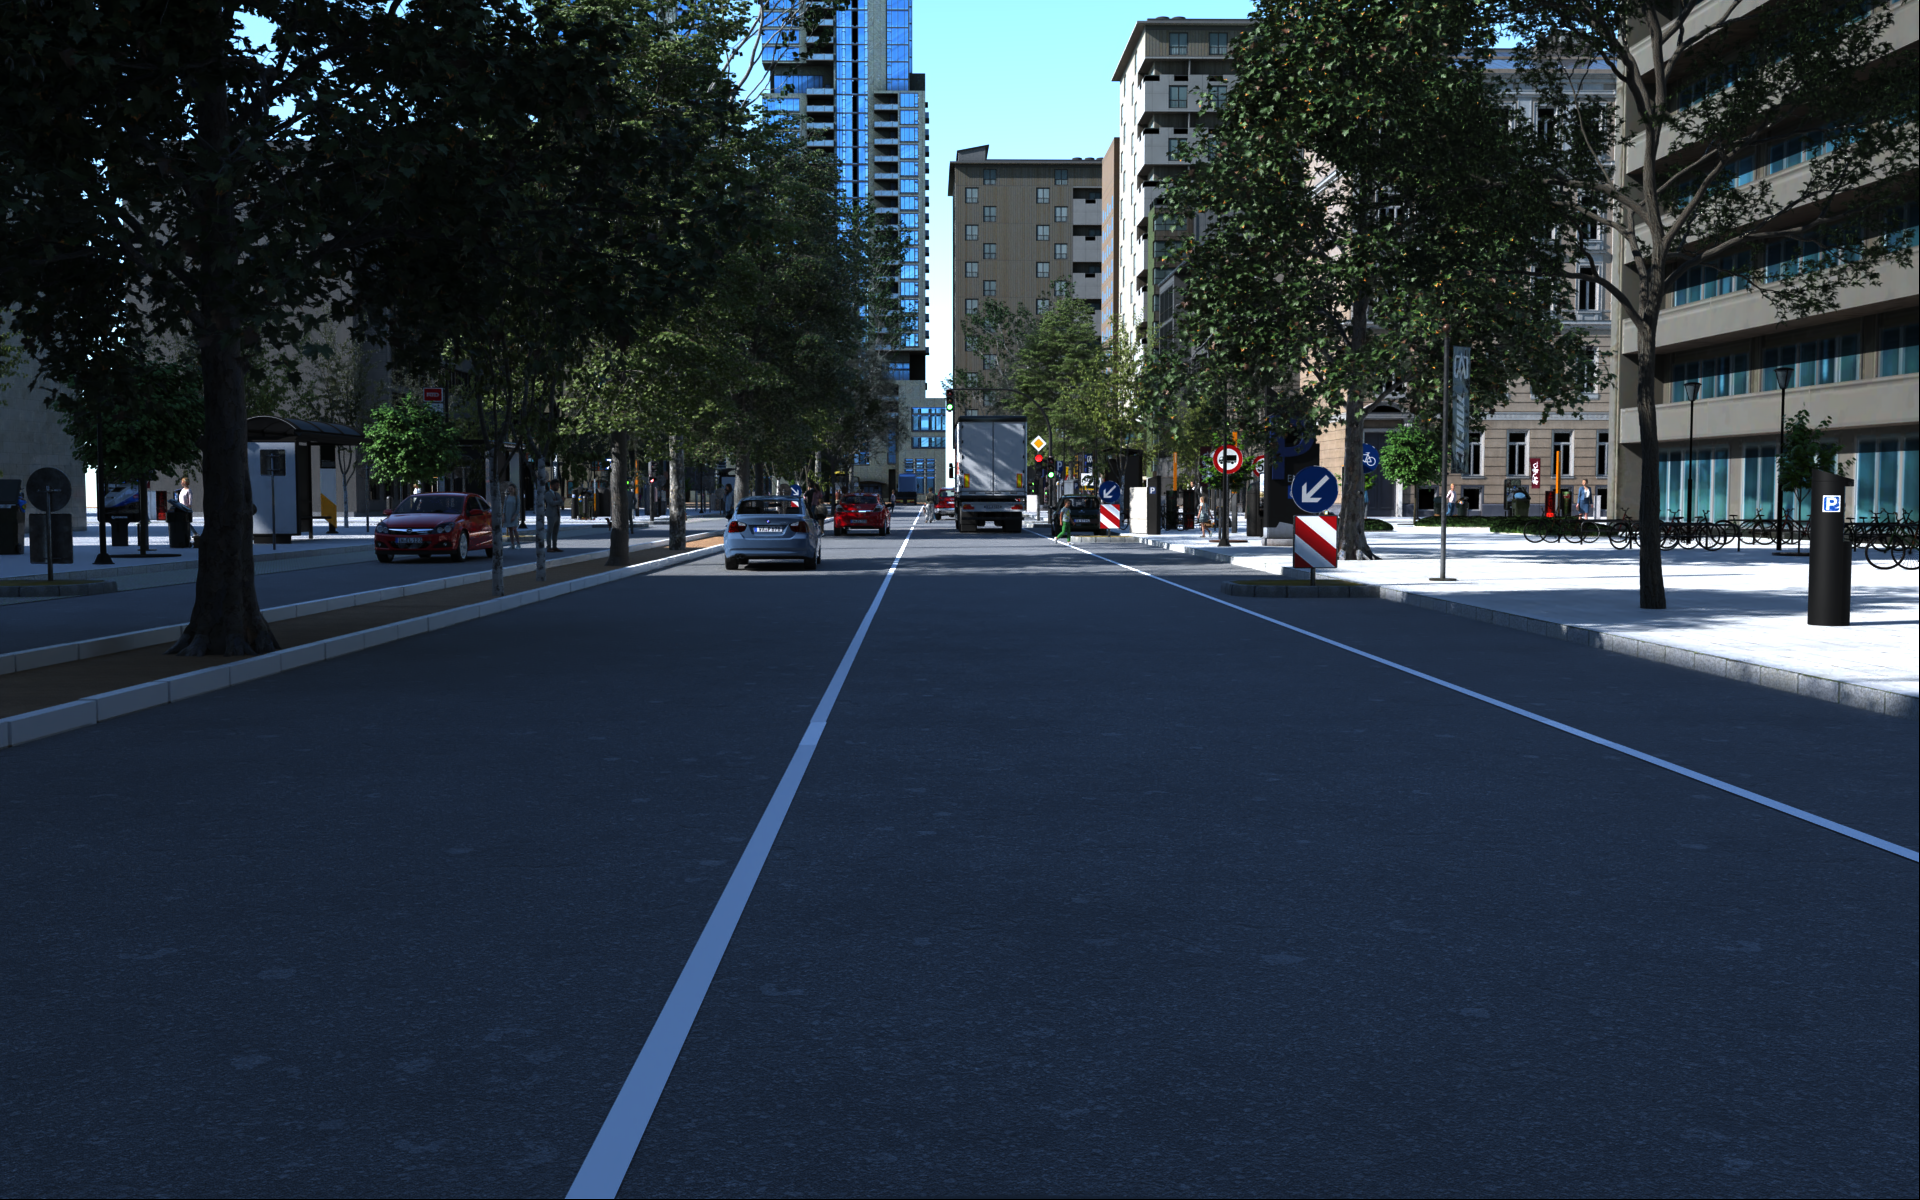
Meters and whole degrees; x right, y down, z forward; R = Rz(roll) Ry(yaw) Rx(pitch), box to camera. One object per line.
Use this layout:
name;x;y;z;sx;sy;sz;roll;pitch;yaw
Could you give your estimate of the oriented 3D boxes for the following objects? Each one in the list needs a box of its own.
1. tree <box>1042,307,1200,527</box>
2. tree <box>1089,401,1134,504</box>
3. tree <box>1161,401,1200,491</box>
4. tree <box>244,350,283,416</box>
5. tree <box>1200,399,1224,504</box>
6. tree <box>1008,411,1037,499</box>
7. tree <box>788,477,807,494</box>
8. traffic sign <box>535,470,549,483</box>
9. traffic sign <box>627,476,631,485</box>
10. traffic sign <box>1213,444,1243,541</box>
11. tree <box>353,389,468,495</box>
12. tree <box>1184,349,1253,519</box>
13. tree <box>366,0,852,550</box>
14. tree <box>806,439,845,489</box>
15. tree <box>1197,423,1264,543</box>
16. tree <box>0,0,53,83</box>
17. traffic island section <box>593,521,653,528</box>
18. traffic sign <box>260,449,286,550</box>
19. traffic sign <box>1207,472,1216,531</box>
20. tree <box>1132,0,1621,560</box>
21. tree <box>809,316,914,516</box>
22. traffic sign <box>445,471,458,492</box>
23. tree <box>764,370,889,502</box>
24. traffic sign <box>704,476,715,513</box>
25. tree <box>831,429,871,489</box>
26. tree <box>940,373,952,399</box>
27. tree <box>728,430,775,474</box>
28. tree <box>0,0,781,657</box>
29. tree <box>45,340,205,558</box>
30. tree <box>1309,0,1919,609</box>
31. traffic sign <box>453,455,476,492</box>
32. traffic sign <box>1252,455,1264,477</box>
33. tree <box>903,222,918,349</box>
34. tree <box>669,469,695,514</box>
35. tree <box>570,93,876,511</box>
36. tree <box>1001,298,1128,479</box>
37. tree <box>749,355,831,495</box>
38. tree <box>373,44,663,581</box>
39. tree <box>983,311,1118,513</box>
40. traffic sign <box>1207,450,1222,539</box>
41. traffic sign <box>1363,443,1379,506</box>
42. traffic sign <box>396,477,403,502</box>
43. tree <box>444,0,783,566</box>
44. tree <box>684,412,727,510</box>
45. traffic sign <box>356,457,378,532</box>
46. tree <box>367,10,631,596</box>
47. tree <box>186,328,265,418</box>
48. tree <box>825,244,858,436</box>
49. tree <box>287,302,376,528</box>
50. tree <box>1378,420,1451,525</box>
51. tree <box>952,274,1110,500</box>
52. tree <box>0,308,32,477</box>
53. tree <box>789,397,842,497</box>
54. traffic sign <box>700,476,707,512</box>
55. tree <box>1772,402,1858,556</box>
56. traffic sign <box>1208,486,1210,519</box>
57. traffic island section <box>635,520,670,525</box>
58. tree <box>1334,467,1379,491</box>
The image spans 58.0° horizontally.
tree;6.270;-7.213;68.295;4.737;8.622;4.395;0;3;0
tree;10.932;-11.010;130.379;4.360;8.622;3.978;0;3;0
tree;16.503;-10.710;125.465;4.360;8.622;3.978;0;3;0
tree;-23.606;-6.309;53.507;4.360;8.622;3.978;0;3;0
tree;13.523;-9.233;101.328;4.737;8.622;4.395;0;3;0
tree;4.747;-11.573;139.587;4.737;8.622;4.395;0;3;0
tree;-18.874;-12.324;196.098;1.663;3.219;1.824;0;3;0
traffic sign;-21.185;-5.359;87.723;0.768;2.556;0.104;0;4;1
traffic sign;-21.204;-6.722;109.909;0.884;2.594;0.081;0;4;4
traffic sign;6.836;-2.701;44.268;0.768;2.556;0.104;0;4;5
tree;-17.197;-4.315;54.256;4.285;4.588;4.351;0;3;0
tree;15.227;-9.493;89.621;7.601;10.594;8.767;-1;4;-18
tree;-8.438;-11.381;44.420;12.611;20.169;13.585;0;3;0
tree;-19.420;-19.329;233.028;9.611;12.733;9.660;0;3;0
tree;7.109;-3.152;46.131;1.663;3.219;1.824;0;3;0
tree;-6.383;-3.387;8.205;4.360;8.622;3.978;0;3;0
traffic island section;-14.530;-3.190;74.442;2.009;0.180;2.903;0;4;-1
traffic sign;-15.767;-2.302;39.770;0.606;2.300;0.079;0;4;6
traffic sign;8.873;-3.551;60.182;0.606;2.300;0.079;0;4;5
tree;7.777;-7.125;33.507;9.611;12.733;9.660;0;3;0
tree;-8.291;-12.269;113.422;12.009;13.543;11.850;0;3;0
traffic sign;-17.372;-3.617;59.240;0.768;2.556;0.104;0;4;5
tree;-7.869;-9.423;90.942;8.767;10.594;7.601;0;4;-1
traffic sign;-17.374;-7.351;120.290;0.768;2.556;0.104;0;4;4
tree;-8.310;-10.395;122.776;4.360;8.622;3.978;0;3;0
tree;4.637;-22.969;231.433;12.611;20.169;13.585;0;3;0
tree;-18.418;-14.118;156.590;9.928;11.665;9.643;0;3;0
tree;-6.612;-5.867;15.394;9.611;12.733;9.660;0;3;0
tree;-16.808;-3.157;35.335;4.285;4.588;4.351;0;3;0
tree;7.442;-5.185;19.187;7.601;10.594;8.767;0;4;6
traffic sign;-16.191;-3.452;56.542;0.768;2.556;0.104;0;4;4
traffic sign;9.825;-3.422;56.048;0.768;2.556;0.104;0;4;5
tree;-9.460;-14.830;100.809;12.611;20.169;13.585;0;3;0
tree;-17.910;-7.052;109.907;1.663;3.219;1.824;0;3;0
tree;-7.153;-8.992;56.126;9.857;13.997;8.962;0;3;0
tree;6.076;-11.164;100.651;7.486;12.596;7.792;0;3;0
tree;-7.646;-7.321;72.513;4.360;8.622;3.978;0;3;0
tree;-6.891;-4.621;28.374;4.360;8.622;3.978;0;3;0
tree;6.334;-12.607;116.492;12.009;13.543;11.850;0;3;0
traffic sign;7.361;-2.990;48.985;0.768;2.556;0.104;0;4;2
traffic sign;10.153;-2.662;43.623;0.768;2.556;0.104;0;4;7
traffic sign;-19.868;-3.762;61.611;0.768;2.556;0.104;0;4;2
tree;-6.899;-6.970;34.549;7.486;12.596;7.792;0;3;0
tree;-22.163;-11.846;144.049;4.737;8.622;4.395;0;3;0
traffic sign;-19.919;-3.552;58.185;0.768;2.556;0.104;0;4;4
tree;-6.420;-4.338;23.742;4.737;8.622;4.395;0;3;0
tree;-24.428;-6.683;59.630;4.737;8.622;4.395;0;3;0
tree;-7.654;-8.840;65.123;7.486;12.596;7.792;0;3;0
tree;-23.387;-7.050;65.630;4.360;8.622;3.978;0;3;0
tree;19.027;-5.422;72.362;4.285;4.588;4.351;0;3;0
tree;6.973;-17.912;148.745;12.611;20.169;13.585;0;3;0
tree;-26.218;-5.751;44.398;4.737;8.622;4.395;0;3;0
tree;-7.714;-7.984;83.356;4.737;8.622;4.395;0;3;0
traffic sign;-17.824;-7.399;121.083;0.768;2.556;0.104;0;4;2
tree;17.398;-2.530;35.969;1.663;3.219;1.824;0;3;0
traffic sign;10.044;-4.267;69.872;0.768;2.556;0.104;0;4;4
traffic island section;-14.674;-3.679;82.426;2.009;0.180;2.903;0;4;-1
tree;15.349;-4.462;67.561;1.663;3.219;1.824;0;3;0
